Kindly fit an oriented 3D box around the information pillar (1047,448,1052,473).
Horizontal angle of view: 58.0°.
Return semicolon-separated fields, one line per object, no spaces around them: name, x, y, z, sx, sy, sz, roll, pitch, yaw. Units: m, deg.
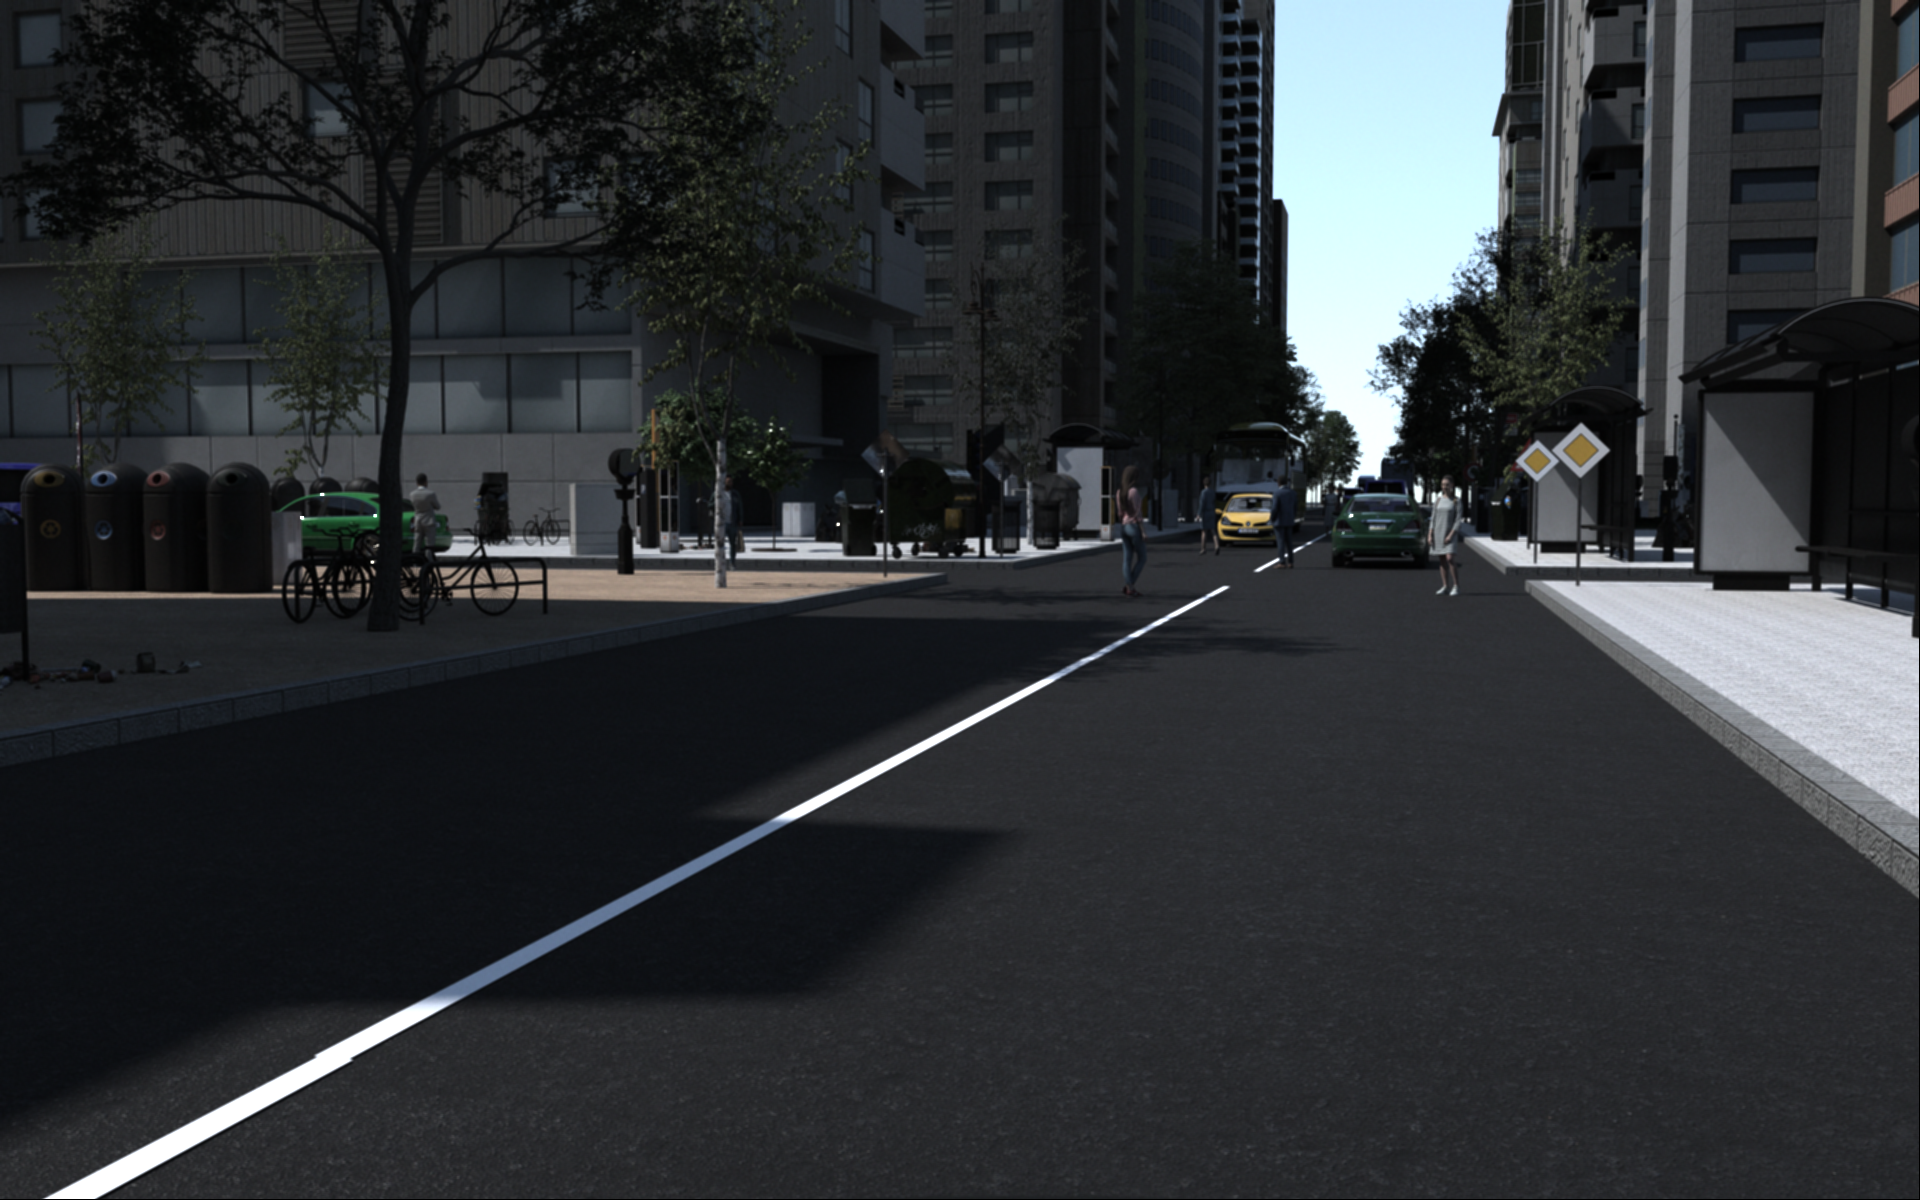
information pillar;4.558;-5.864;87.225;0.504;3.616;0.183;3;5;41

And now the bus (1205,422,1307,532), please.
bus;10.985;-4.356;62.773;2.896;3.916;12.252;1;4;14

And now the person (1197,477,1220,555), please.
person;5.828;-1.962;40.606;0.581;1.822;0.654;-2;4;-23

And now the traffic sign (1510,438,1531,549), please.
traffic sign;13.207;-2.456;40.166;0.884;2.594;0.081;1;4;21

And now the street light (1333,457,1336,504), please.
street light;46.639;-14.832;215.292;0.468;5.910;1.993;1;4;14

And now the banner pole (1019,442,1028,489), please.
banner pole;3.031;-5.704;83.274;0.863;3.779;0.401;-3;5;-42

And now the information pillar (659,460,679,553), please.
information pillar;-6.329;-2.031;37.695;0.304;2.012;0.304;2;4;33

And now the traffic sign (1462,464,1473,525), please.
traffic sign;21.061;-4.353;71.281;0.768;2.556;0.104;1;4;16

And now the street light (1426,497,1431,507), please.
street light;48.403;-12.539;177.795;0.468;5.910;1.993;1;4;14

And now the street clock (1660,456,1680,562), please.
street clock;13.422;-1.724;32.764;0.358;2.002;0.471;1;4;18

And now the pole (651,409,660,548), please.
pole;-7.284;-2.918;41.550;0.158;3.312;0.155;0;3;0

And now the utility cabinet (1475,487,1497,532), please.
utility cabinet;17.665;-3.014;57.956;0.318;1.500;1.173;-1;4;-12

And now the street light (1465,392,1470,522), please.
street light;22.880;-6.445;78.158;0.468;5.910;1.993;1;4;14

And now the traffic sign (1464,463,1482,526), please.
traffic sign;20.823;-4.286;70.182;0.768;2.556;0.104;1;4;19

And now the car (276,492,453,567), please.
car;-12.670;-1.602;34.990;4.718;1.807;1.959;1;4;12

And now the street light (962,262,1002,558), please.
street light;0.447;-3.784;34.655;0.468;5.910;1.993;1;4;14

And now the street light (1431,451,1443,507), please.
street light;41.820;-10.959;151.968;0.468;5.910;1.993;1;4;14

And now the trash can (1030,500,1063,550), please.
trash can;2.005;-1.743;40.144;0.748;1.137;0.748;0;3;0

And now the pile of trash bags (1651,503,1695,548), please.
pile of trash bags;18.409;-1.958;41.762;3.447;1.369;1.912;-2;4;-34

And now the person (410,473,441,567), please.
person;-9.497;-1.353;30.803;0.511;1.800;0.466;0;4;0

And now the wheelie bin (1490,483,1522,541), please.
wheelie bin;15.025;-2.431;47.649;0.693;1.594;0.980;-1;4;-10

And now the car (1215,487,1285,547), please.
car;8.116;-2.308;47.956;2.015;1.641;3.980;1;4;13

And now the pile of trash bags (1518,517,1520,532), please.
pile of trash bags;19.429;-3.118;60.730;1.912;1.369;3.447;0;4;-2

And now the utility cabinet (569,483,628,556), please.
utility cabinet;-7.503;-1.670;35.988;1.173;1.500;0.318;-3;4;-37

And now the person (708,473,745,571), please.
person;-4.255;-1.437;31.981;0.794;1.824;0.713;0;4;1

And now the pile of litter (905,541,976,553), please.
pile of litter;-0.404;-1.485;38.248;1.176;0.858;1.719;-3;4;-38

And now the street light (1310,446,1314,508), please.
street light;32.750;-11.513;161.020;0.468;5.910;1.993;1;4;14

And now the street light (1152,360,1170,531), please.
street light;6.969;-5.341;60.111;0.468;5.910;1.993;1;4;14

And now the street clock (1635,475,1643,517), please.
street clock;25.471;-3.701;65.079;0.358;2.002;0.471;3;4;36

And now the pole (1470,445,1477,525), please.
pole;21.400;-4.791;72.168;0.158;3.312;0.155;0;3;0

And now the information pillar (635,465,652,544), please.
information pillar;-8.105;-2.440;44.393;0.304;2.012;0.304;2;4;29

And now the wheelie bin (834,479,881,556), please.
wheelie bin;-2.144;-1.714;35.940;0.980;1.594;0.693;-1;4;-19

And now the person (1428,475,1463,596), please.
person;6.942;-0.928;24.680;0.512;1.701;0.522;3;5;41

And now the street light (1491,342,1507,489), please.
street light;16.382;-4.884;52.649;0.468;5.910;1.993;1;4;14

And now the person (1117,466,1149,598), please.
person;2.407;-0.947;23.991;0.388;1.821;0.555;-3;5;-39

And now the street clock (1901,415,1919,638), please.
street clock;8.621;-0.661;15.371;0.471;2.002;0.358;0;4;4

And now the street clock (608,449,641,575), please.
street clock;-5.343;-1.410;27.631;0.358;2.002;0.471;3;5;44

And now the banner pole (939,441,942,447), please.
banner pole;-1.022;-5.590;81.418;0.401;3.779;0.863;2;4;26

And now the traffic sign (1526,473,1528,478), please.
traffic sign;22.803;-4.192;68.649;0.768;2.556;0.104;1;4;23

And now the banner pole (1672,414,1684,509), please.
banner pole;22.659;-3.955;54.674;0.863;3.779;0.401;-3;5;-44

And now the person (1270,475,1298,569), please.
person;6.242;-1.506;33.312;0.721;1.800;0.419;-2;4;-34

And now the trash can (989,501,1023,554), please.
trash can;0.992;-1.577;37.435;0.748;1.137;0.748;0;3;0

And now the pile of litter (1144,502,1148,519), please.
pile of litter;9.762;-4.674;90.387;1.719;0.858;1.176;1;4;12

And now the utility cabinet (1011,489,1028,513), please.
utility cabinet;2.990;-4.467;81.722;1.173;1.500;0.318;-2;4;-35

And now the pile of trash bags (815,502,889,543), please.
pile of trash bags;-2.075;-2.241;46.390;3.447;1.369;1.912;-2;4;-24

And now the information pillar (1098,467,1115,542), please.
information pillar;3.982;-2.579;46.658;0.304;2.012;0.304;2;4;29

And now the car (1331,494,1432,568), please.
car;8.574;-1.428;35.144;2.131;1.459;4.920;1;4;16

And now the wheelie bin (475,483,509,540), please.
wheelie bin;-12.985;-2.465;48.215;0.693;1.594;0.980;3;5;43

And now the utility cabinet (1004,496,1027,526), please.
utility cabinet;2.170;-3.553;69.256;1.020;1.237;0.306;-1;4;-13

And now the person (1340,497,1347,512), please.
person;15.940;-3.620;71.937;0.306;1.304;0.590;0;4;-2

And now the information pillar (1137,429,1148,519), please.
information pillar;6.549;-4.336;62.242;0.504;3.616;0.183;-3;5;-43
